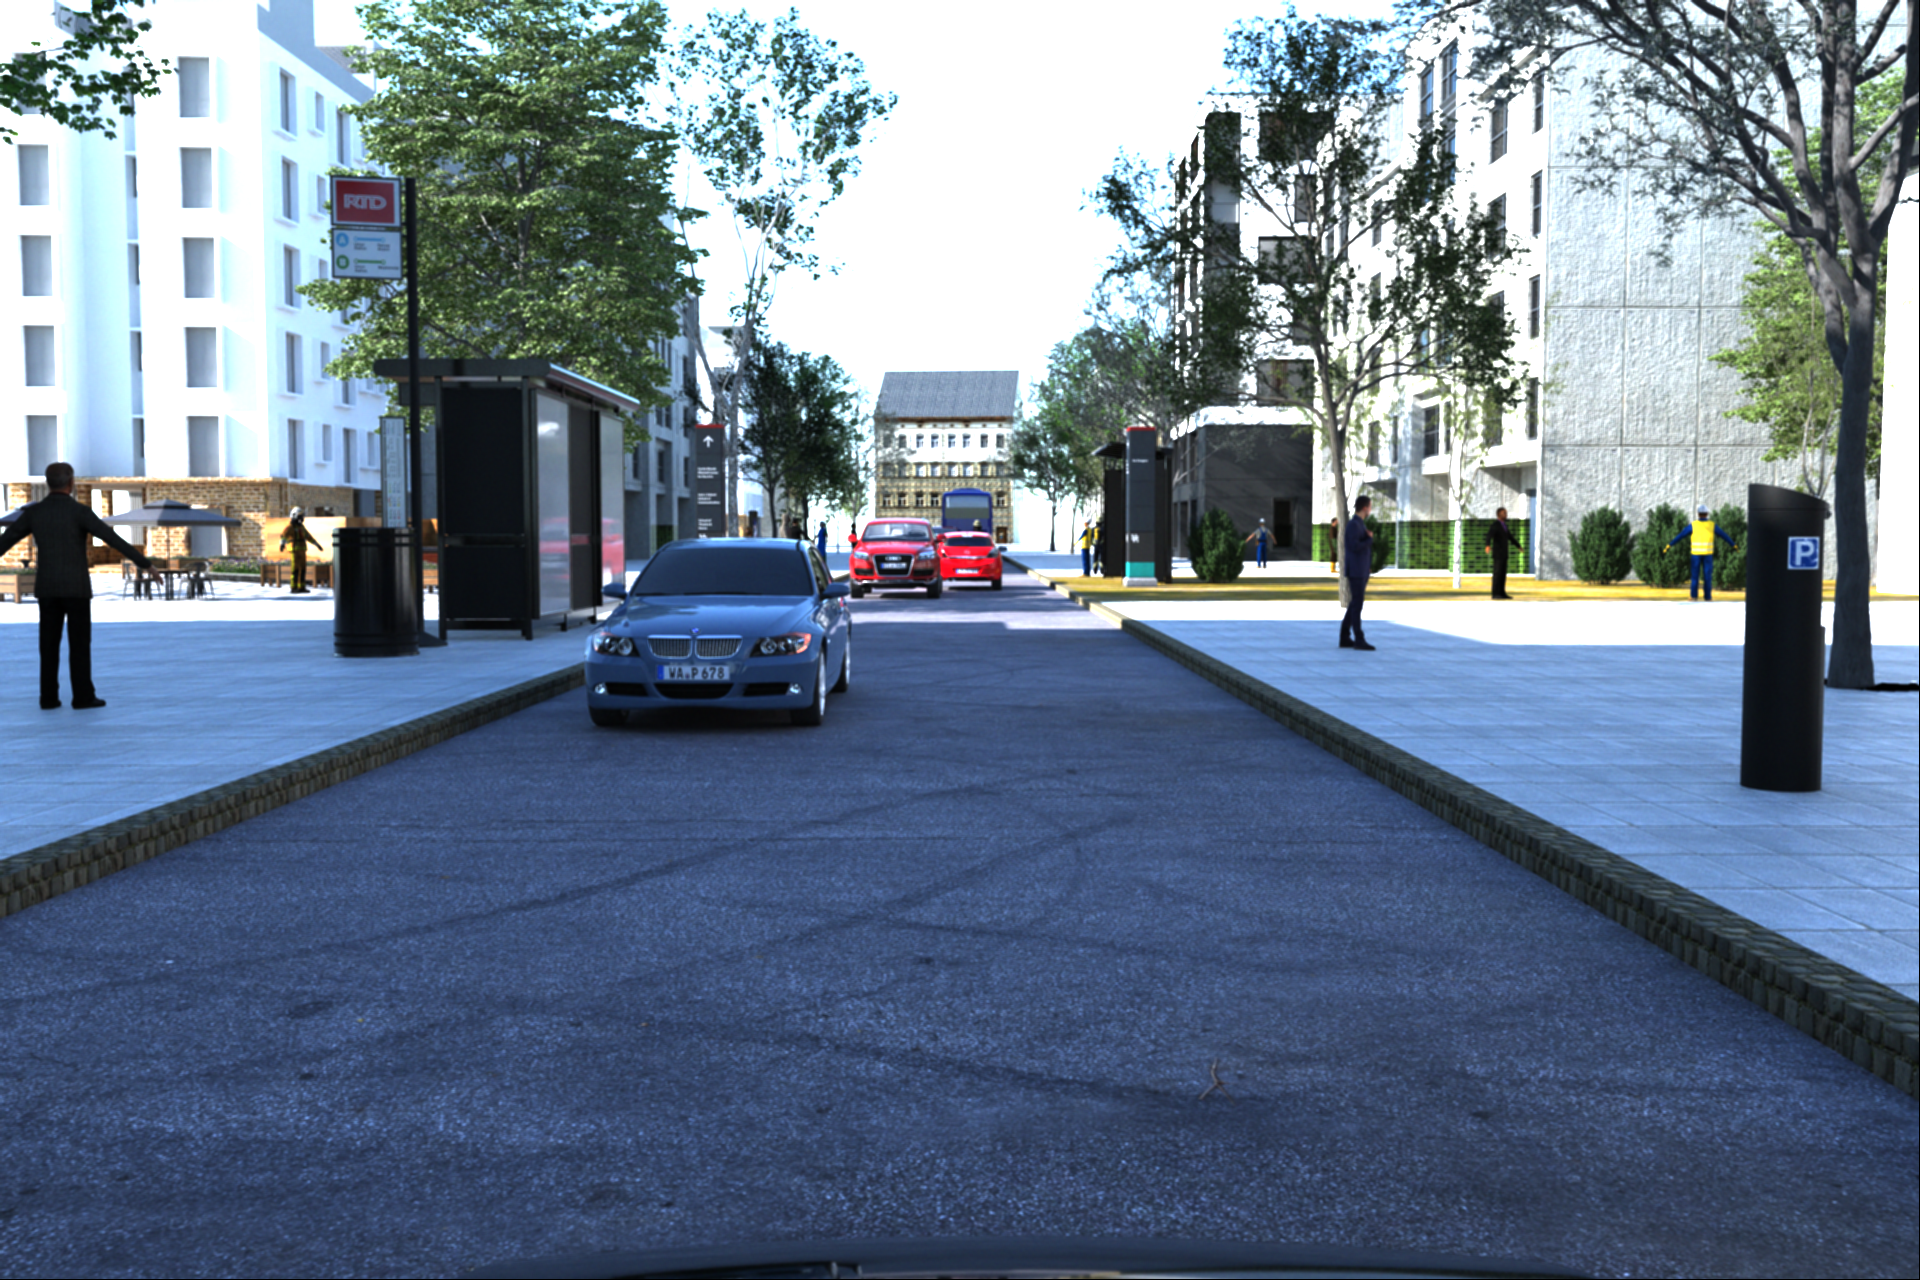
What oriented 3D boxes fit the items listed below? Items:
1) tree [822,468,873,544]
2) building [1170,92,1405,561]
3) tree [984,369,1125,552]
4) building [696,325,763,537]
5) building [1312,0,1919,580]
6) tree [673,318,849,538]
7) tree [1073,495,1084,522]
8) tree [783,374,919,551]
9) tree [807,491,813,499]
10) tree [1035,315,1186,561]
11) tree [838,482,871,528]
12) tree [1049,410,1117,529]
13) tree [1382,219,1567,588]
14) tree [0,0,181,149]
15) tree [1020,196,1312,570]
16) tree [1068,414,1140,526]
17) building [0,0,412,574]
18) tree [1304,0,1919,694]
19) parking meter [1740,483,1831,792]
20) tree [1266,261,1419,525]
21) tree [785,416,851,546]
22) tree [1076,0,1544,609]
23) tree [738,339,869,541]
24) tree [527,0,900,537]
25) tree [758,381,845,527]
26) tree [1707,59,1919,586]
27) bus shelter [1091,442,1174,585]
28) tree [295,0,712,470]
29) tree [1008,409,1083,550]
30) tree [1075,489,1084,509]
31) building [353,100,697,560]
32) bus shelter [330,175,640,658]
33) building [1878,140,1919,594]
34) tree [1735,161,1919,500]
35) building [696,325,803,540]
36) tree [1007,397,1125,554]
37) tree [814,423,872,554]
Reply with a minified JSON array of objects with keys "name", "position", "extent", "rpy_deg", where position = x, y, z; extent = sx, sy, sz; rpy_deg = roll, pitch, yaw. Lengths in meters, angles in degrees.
[{"name":"tree","position":[-14.984,-18.100,230.351],"extent":[7.601,10.594,8.767],"rpy_deg":[1,4,8]},{"name":"building","position":[25.522,-15.461,96.755],"extent":[27.936,21.610,32.646],"rpy_deg":[0,4,0]},{"name":"tree","position":[6.853,-13.117,124.840],"extent":[12.009,13.543,11.850],"rpy_deg":[0,3,0]},{"name":"building","position":[-24.426,-18.427,157.707],"extent":[16.016,20.090,11.380],"rpy_deg":[0,3,0]},{"name":"building","position":[24.497,-12.034,63.213],"extent":[16.747,18.905,31.486],"rpy_deg":[0,4,0]},{"name":"tree","position":[-8.200,-8.560,74.364],"extent":[7.601,10.594,8.767],"rpy_deg":[1,4,16]},{"name":"tree","position":[17.080,-17.162,230.962],"extent":[4.737,8.622,4.395],"rpy_deg":[0,3,0]},{"name":"tree","position":[-7.917,-13.459,130.417],"extent":[12.009,13.543,11.850],"rpy_deg":[0,3,0]},{"name":"tree","position":[-21.171,-16.813,225.258],"extent":[4.737,8.622,4.395],"rpy_deg":[0,3,0]},{"name":"tree","position":[7.106,-9.546,81.835],"extent":[9.928,11.665,9.643],"rpy_deg":[0,3,0]},{"name":"tree","position":[-13.681,-16.699,223.388],"extent":[4.737,8.622,4.395],"rpy_deg":[0,3,0]},{"name":"tree","position":[7.299,-9.118,99.434],"extent":[4.360,8.622,3.978],"rpy_deg":[0,3,0]},{"name":"tree","position":[11.597,-5.542,40.970],"extent":[4.360,8.622,3.978],"rpy_deg":[0,3,0]},{"name":"tree","position":[-8.042,-5.228,11.240],"extent":[9.928,11.665,9.643],"rpy_deg":[0,3,0]},{"name":"tree","position":[7.419,-9.286,62.201],"extent":[12.009,13.543,11.850],"rpy_deg":[0,3,0]},{"name":"tree","position":[7.227,-8.555,90.233],"extent":[4.360,8.622,3.978],"rpy_deg":[0,3,0]},{"name":"building","position":[-26.928,-12.261,56.883],"extent":[16.016,20.090,11.380],"rpy_deg":[0,3,0]},{"name":"tree","position":[7.404,-6.352,14.218],"extent":[12.009,13.543,11.850],"rpy_deg":[0,3,0]},{"name":"parking meter","position":[4.161,-0.020,8.739],"extent":[0.372,1.533,0.369],"rpy_deg":[0,3,0]},{"name":"tree","position":[10.457,-5.901,46.849],"extent":[4.360,8.622,3.978],"rpy_deg":[0,3,0]},{"name":"tree","position":[-8.528,-9.262,101.798],"extent":[4.737,8.622,4.395],"rpy_deg":[0,3,0]},{"name":"tree","position":[6.509,-5.840,29.891],"extent":[8.767,10.594,7.601],"rpy_deg":[-3,5,-39]},{"name":"tree","position":[-8.319,-10.200,92.523],"extent":[9.928,11.665,9.643],"rpy_deg":[0,3,0]},{"name":"tree","position":[-8.843,-12.525,60.673],"extent":[12.611,20.169,13.585],"rpy_deg":[0,3,0]},{"name":"tree","position":[-7.939,-8.173,83.992],"extent":[4.737,8.622,4.395],"rpy_deg":[0,3,0]},{"name":"tree","position":[22.543,-7.616,42.653],"extent":[7.486,12.596,7.792],"rpy_deg":[0,3,0]},{"name":"bus shelter","position":[4.645,-3.413,47.079],"extent":[1.731,3.624,6.357],"rpy_deg":[0,3,0]},{"name":"tree","position":[-8.290,-6.989,32.390],"extent":[7.486,12.596,7.792],"rpy_deg":[0,3,0]},{"name":"tree","position":[7.481,-12.944,137.386],"extent":[9.928,11.665,9.643],"rpy_deg":[0,3,0]},{"name":"tree","position":[18.510,-18.202,223.364],"extent":[9.928,11.665,9.643],"rpy_deg":[0,3,0]},{"name":"building","position":[-23.924,-13.465,86.608],"extent":[16.747,18.905,31.486],"rpy_deg":[0,3,0]},{"name":"bus shelter","position":[-5.963,-2.724,22.173],"extent":[2.179,5.291,8.768],"rpy_deg":[0,4,0]},{"name":"building","position":[24.856,-5.044,24.613],"extent":[9.099,9.664,28.070],"rpy_deg":[0,4,0]},{"name":"tree","position":[16.600,-5.109,33.900],"extent":[4.360,8.622,3.978],"rpy_deg":[0,3,0]},{"name":"building","position":[-27.289,-21.871,188.516],"extent":[19.493,23.208,18.063],"rpy_deg":[0,4,0]},{"name":"tree","position":[7.141,-10.772,110.535],"extent":[8.767,10.594,7.601],"rpy_deg":[0,4,4]},{"name":"tree","position":[-7.970,-10.019,114.177],"extent":[4.737,8.622,4.395],"rpy_deg":[0,3,0]}]
